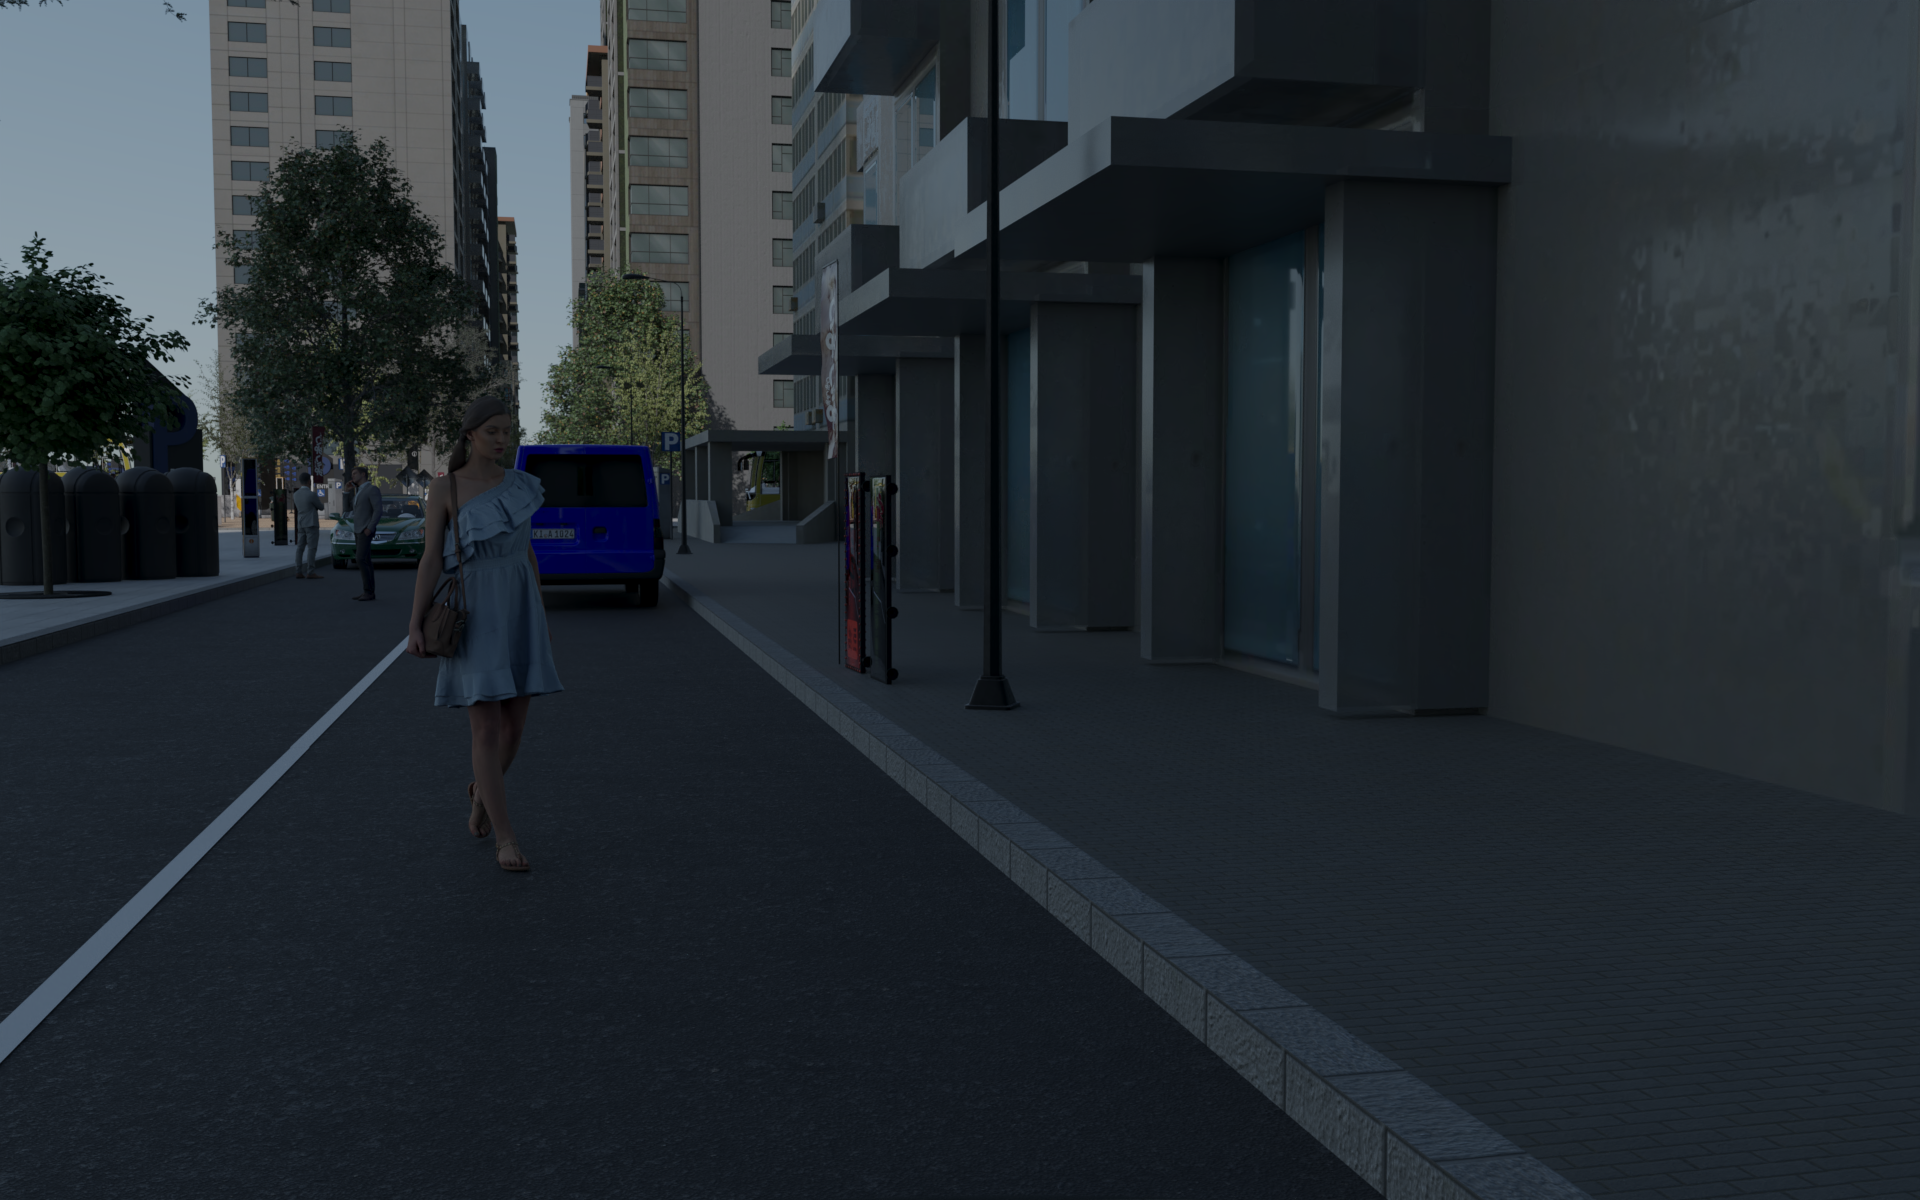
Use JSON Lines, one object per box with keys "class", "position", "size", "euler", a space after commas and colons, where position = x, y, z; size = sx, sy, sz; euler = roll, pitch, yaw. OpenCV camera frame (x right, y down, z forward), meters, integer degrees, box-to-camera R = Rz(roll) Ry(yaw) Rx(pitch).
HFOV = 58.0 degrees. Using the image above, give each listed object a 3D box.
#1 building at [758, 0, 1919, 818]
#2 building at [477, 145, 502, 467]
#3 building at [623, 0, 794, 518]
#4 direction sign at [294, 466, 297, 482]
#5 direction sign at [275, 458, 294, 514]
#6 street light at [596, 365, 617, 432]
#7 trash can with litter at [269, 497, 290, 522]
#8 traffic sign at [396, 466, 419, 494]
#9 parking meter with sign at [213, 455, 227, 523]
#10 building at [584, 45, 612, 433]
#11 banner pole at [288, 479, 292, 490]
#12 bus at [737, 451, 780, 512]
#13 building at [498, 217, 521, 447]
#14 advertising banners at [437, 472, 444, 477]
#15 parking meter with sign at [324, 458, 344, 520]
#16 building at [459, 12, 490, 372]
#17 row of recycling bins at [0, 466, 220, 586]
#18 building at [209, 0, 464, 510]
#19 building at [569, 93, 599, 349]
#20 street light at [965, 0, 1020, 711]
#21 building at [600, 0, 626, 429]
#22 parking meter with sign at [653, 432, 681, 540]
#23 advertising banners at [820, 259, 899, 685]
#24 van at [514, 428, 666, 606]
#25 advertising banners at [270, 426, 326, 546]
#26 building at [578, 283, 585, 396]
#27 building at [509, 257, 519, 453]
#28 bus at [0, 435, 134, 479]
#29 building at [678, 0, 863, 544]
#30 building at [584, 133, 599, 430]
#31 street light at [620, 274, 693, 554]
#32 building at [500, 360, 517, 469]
{"class": "building", "position": [10.497, -24.407, 18.669], "size": [23.786, 49.044, 30.456], "euler": [-1, 4, -13]}
{"class": "building", "position": [-59.788, -31.394, 196.886], "size": [14.154, 41.232, 14.086], "euler": [-1, 4, -13]}
{"class": "building", "position": [-12.162, -20.059, 99.662], "size": [14.160, 30.474, 14.107], "euler": [-1, 4, -13]}
{"class": "direction sign", "position": [-43.731, -7.413, 113.198], "size": [0.876, 3.537, 0.379], "euler": [1, 4, 16]}
{"class": "direction sign", "position": [-42.248, -7.097, 108.032], "size": [0.876, 3.537, 0.379], "euler": [-1, 4, -9]}
{"class": "street light", "position": [-12.452, -5.521, 62.807], "size": [1.470, 5.913, 1.316], "euler": [-1, 4, -13]}
{"class": "trash can with litter", "position": [-31.590, -4.228, 80.521], "size": [1.055, 1.170, 0.624], "euler": [2, 4, 28]}
{"class": "traffic sign", "position": [-19.532, -3.523, 61.238], "size": [0.795, 2.450, 0.064], "euler": [-1, 4, -13]}
{"class": "parking meter with sign", "position": [-33.553, -4.941, 77.053], "size": [0.543, 3.016, 1.738], "euler": [3, 5, 43]}
{"class": "building", "position": [-25.508, -31.582, 170.995], "size": [22.147, 44.769, 28.867], "euler": [-1, 4, -13]}
{"class": "banner pole", "position": [-49.898, -8.500, 128.992], "size": [0.401, 3.779, 0.863], "euler": [0, 4, -2]}
{"class": "bus", "position": [-2.598, -4.741, 69.055], "size": [12.252, 3.916, 2.896], "euler": [-1, 4, -12]}
{"class": "building", "position": [-78.425, -37.210, 263.013], "size": [22.147, 44.769, 28.867], "euler": [-1, 4, -13]}
{"class": "advertising banners", "position": [-40.517, -8.667, 137.898], "size": [2.074, 3.025, 0.090], "euler": [0, 4, -7]}
{"class": "parking meter with sign", "position": [-30.705, -5.437, 85.157], "size": [1.738, 3.016, 0.543], "euler": [3, 5, 42]}
{"class": "building", "position": [-59.019, -33.883, 173.600], "size": [23.786, 49.044, 30.456], "euler": [-1, 4, -13]}
{"class": "row of recycling bins", "position": [-12.551, -1.140, 25.754], "size": [1.069, 1.692, 3.534], "euler": [2, 4, 25]}
{"class": "building", "position": [-51.309, -43.434, 148.393], "size": [20.563, 71.187, 20.611], "euler": [-1, 4, -13]}
{"class": "building", "position": [-47.083, -43.805, 258.204], "size": [21.231, 58.520, 28.212], "euler": [-1, 4, -13]}
{"class": "street light", "position": [-0.333, -2.299, 10.122], "size": [1.470, 5.913, 1.316], "euler": [-1, 4, -13]}
{"class": "building", "position": [-31.786, -46.267, 194.710], "size": [20.563, 71.187, 20.611], "euler": [-1, 4, -13]}
{"class": "parking meter with sign", "position": [-8.484, -3.250, 49.398], "size": [0.543, 3.016, 1.738], "euler": [-2, 4, -27]}
{"class": "advertising banners", "position": [-0.754, -0.996, 12.470], "size": [0.090, 3.025, 2.074], "euler": [-1, 4, -17]}
{"class": "van", "position": [-5.186, -1.177, 23.631], "size": [2.240, 2.365, 5.245], "euler": [-1, 4, -14]}
{"class": "advertising banners", "position": [-16.692, -2.910, 43.773], "size": [0.090, 3.025, 2.074], "euler": [1, 4, 19]}
{"class": "building", "position": [-45.101, -28.510, 237.838], "size": [14.160, 30.474, 14.107], "euler": [-1, 4, -13]}
{"class": "building", "position": [-79.995, -36.769, 284.763], "size": [14.154, 41.232, 14.086], "euler": [-1, 4, -13]}
{"class": "bus", "position": [-35.395, -4.306, 61.949], "size": [12.252, 3.916, 2.896], "euler": [-1, 4, -13]}
{"class": "building", "position": [7.691, -22.171, 54.380], "size": [32.217, 40.220, 23.993], "euler": [-1, 4, -13]}
{"class": "building", "position": [-38.592, -34.352, 211.758], "size": [14.600, 45.320, 14.200], "euler": [-1, 4, -13]}
{"class": "street light", "position": [-6.426, -3.928, 36.758], "size": [1.470, 5.913, 1.316], "euler": [-1, 4, -13]}
{"class": "building", "position": [-74.621, -23.822, 234.520], "size": [27.650, 21.520, 28.899], "euler": [-1, 4, -13]}
